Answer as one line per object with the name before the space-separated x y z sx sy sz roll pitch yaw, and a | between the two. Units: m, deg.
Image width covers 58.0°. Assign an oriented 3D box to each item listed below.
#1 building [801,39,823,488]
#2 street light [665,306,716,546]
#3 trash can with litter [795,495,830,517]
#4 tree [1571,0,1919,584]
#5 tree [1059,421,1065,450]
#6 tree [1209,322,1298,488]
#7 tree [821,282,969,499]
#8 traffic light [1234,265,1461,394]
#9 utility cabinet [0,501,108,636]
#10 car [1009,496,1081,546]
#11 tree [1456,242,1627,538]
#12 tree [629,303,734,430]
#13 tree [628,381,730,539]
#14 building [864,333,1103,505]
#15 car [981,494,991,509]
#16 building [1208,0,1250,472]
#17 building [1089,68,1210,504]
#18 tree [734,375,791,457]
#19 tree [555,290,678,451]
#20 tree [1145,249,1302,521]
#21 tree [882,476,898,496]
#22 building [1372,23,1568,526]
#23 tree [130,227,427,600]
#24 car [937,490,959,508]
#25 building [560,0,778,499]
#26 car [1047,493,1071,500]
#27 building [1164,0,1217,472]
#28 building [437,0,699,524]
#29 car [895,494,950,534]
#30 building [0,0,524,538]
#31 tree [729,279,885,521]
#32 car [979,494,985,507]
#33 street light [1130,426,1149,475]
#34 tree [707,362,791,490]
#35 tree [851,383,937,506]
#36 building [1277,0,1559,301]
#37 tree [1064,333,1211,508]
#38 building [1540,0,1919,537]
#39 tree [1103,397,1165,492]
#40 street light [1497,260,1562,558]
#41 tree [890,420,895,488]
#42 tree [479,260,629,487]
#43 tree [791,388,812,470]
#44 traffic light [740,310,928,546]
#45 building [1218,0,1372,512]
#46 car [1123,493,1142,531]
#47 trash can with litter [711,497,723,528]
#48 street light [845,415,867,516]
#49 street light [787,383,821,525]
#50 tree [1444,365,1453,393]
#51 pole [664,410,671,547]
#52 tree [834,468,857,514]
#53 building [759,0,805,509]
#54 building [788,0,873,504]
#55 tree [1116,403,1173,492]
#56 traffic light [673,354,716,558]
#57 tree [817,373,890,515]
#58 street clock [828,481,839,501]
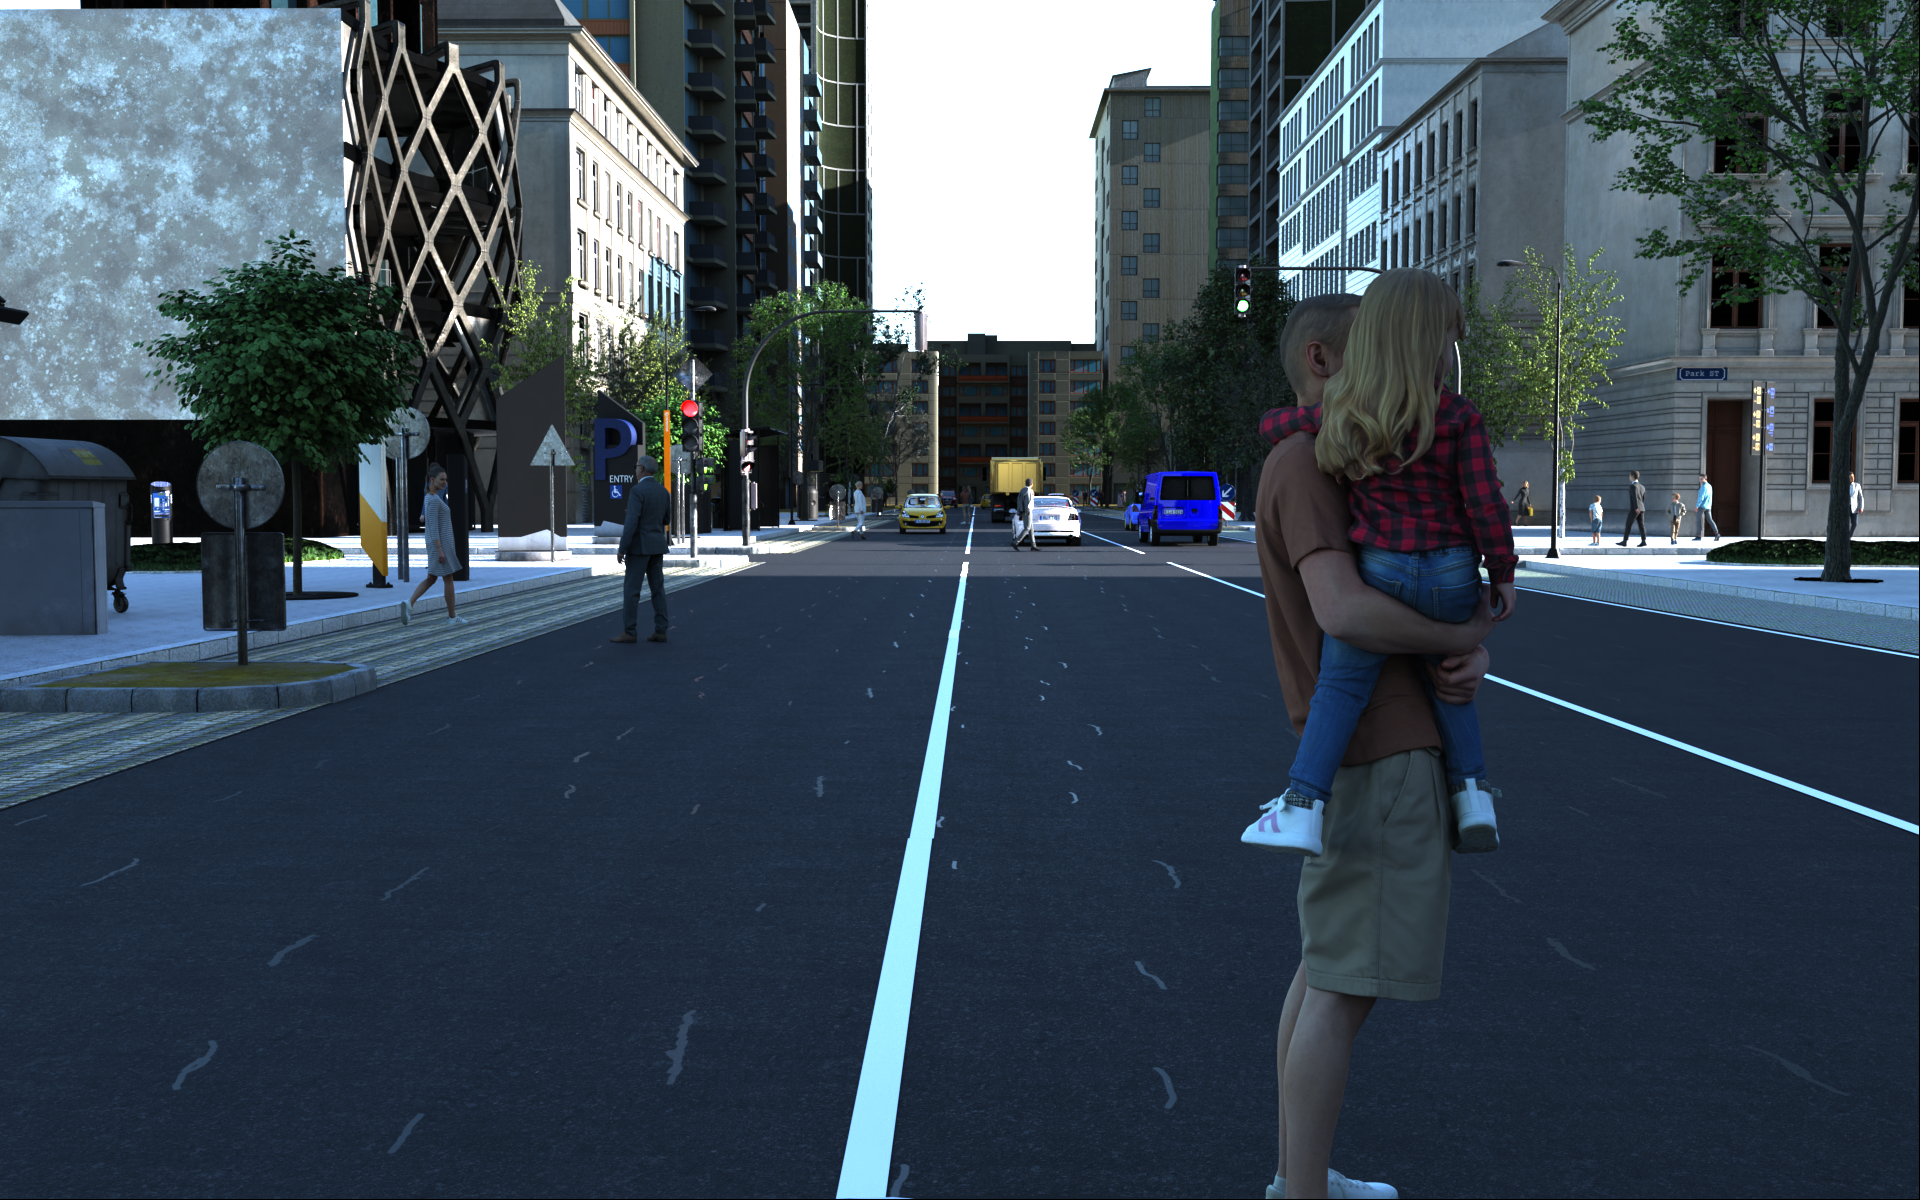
building | -29.436 -33.883 173.600 30.456 49.044 23.786 0 4 1
street light | -6.734 -4.309 42.999 1.470 5.913 1.316 0 4 1
trash can with litter | -8.277 -5.340 98.363 2.233 1.210 1.678 -1 4 -13
tree | 13.017 -6.069 24.986 9.928 11.665 9.643 0 3 0
tree | 13.250 -13.990 154.488 9.928 11.665 9.643 0 3 0
tree | 12.832 -7.502 73.020 4.360 8.622 3.978 0 3 0
tree | -5.911 -18.230 153.946 12.611 20.169 13.585 0 3 0
traffic light | 7.812 -3.666 34.610 4.771 5.953 1.251 0 4 1
utility cabinet | -8.381 -0.286 15.837 1.020 1.237 0.306 0 4 -5
car | 2.443 -2.260 49.310 2.083 1.381 4.827 0 4 1
tree | 17.240 -6.095 50.018 4.737 8.622 4.395 0 3 0
tree | -12.104 -7.185 67.832 4.737 8.622 4.395 0 3 0
tree | -8.389 -4.086 50.522 4.285 4.588 4.351 0 3 0
building | 2.956 -23.132 223.253 28.899 21.520 27.650 0 4 1
car | 2.949 -9.381 163.602 2.015 1.641 3.980 0 4 2
building | 27.797 -28.283 146.018 14.154 41.232 14.086 0 4 1
building | 31.162 -38.770 223.130 27.495 52.752 28.713 0 4 1
tree | -12.286 -9.462 105.066 4.737 8.622 4.395 0 3 0
tree | -12.212 -6.810 61.703 4.360 8.622 3.978 0 3 0
tree | 13.540 -10.067 81.598 9.611 12.733 9.660 0 3 0
tree | -6.703 -10.618 168.208 1.663 3.219 1.824 0 3 0
building | 25.412 -13.997 78.005 9.793 20.994 18.267 0 4 1
tree | -8.328 -2.306 21.409 4.285 4.588 4.351 0 3 0
car | -1.279 -10.407 178.826 2.281 1.827 5.304 0 4 1
building | -25.870 -29.219 132.357 22.147 44.769 28.867 0 4 1
car | 6.780 -6.905 121.939 2.155 1.783 4.494 0 4 2
building | 32.934 -52.304 167.833 22.319 86.520 31.000 0 4 1
building | -23.545 -15.552 87.565 16.112 22.955 30.059 0 4 1
car | -1.372 -3.268 63.657 2.015 1.641 3.980 0 4 -1
building | -23.800 -11.696 58.674 16.820 18.784 16.811 0 4 1
tree | -7.281 -9.599 82.698 9.928 11.665 9.643 0 3 0
car | 3.096 -10.751 185.995 2.015 1.641 3.980 0 4 -1
street light | 12.253 -8.887 117.844 1.470 5.913 1.316 0 4 1
tree | -12.253 -8.909 96.022 4.360 8.622 3.978 0 3 0
tree | -7.068 -17.075 189.540 12.009 13.543 11.850 0 3 0
building | 26.767 -19.860 102.207 11.434 29.767 29.804 0 4 1
tree | 13.532 -11.351 111.341 9.928 11.665 9.643 0 3 0
building | 30.995 -13.427 55.681 21.152 22.565 11.583 0 4 1
tree | 12.784 -10.805 127.018 4.737 8.622 4.395 0 3 0
street light | 11.357 -3.793 34.556 1.470 5.913 1.316 0 4 1
tree | -6.695 -10.994 130.111 4.737 8.622 4.395 0 3 0
tree | -12.963 -6.361 54.359 4.737 8.622 4.395 0 3 0
tree | -11.668 -9.882 111.936 4.360 8.622 3.978 0 3 0
traffic light | -3.185 -4.171 42.863 4.771 5.953 1.251 0 4 1
building | 30.863 -42.132 127.104 20.563 71.187 20.611 0 4 1
car | 7.409 -3.577 68.079 1.945 1.707 3.694 0 4 1
trash can with litter | -9.142 -3.277 64.972 0.624 1.170 1.055 -1 4 -9
street light | -6.187 -7.917 101.989 1.470 5.913 1.316 0 4 1
street light | -6.503 -6.106 72.372 1.470 5.913 1.316 0 4 1
tree | 17.424 -6.521 56.975 4.737 8.622 4.395 0 3 0
pole | -7.134 -2.959 42.219 0.158 3.312 0.155 0 3 0
tree | -7.302 -7.163 111.715 1.663 3.219 1.824 0 3 0
building | -21.492 -30.845 154.426 14.600 45.320 14.200 0 4 1
building | -21.833 -47.710 218.314 20.611 71.187 20.563 0 4 1
tree | 14.380 -11.291 134.977 4.360 8.622 3.978 0 3 0
traffic light | -5.356 -2.810 34.864 0.839 4.253 0.868 0 4 1
tree | -6.780 -9.495 105.612 4.737 8.622 4.395 0 3 0
street clock | -7.366 -6.008 102.808 0.471 2.002 0.358 3 4 37
